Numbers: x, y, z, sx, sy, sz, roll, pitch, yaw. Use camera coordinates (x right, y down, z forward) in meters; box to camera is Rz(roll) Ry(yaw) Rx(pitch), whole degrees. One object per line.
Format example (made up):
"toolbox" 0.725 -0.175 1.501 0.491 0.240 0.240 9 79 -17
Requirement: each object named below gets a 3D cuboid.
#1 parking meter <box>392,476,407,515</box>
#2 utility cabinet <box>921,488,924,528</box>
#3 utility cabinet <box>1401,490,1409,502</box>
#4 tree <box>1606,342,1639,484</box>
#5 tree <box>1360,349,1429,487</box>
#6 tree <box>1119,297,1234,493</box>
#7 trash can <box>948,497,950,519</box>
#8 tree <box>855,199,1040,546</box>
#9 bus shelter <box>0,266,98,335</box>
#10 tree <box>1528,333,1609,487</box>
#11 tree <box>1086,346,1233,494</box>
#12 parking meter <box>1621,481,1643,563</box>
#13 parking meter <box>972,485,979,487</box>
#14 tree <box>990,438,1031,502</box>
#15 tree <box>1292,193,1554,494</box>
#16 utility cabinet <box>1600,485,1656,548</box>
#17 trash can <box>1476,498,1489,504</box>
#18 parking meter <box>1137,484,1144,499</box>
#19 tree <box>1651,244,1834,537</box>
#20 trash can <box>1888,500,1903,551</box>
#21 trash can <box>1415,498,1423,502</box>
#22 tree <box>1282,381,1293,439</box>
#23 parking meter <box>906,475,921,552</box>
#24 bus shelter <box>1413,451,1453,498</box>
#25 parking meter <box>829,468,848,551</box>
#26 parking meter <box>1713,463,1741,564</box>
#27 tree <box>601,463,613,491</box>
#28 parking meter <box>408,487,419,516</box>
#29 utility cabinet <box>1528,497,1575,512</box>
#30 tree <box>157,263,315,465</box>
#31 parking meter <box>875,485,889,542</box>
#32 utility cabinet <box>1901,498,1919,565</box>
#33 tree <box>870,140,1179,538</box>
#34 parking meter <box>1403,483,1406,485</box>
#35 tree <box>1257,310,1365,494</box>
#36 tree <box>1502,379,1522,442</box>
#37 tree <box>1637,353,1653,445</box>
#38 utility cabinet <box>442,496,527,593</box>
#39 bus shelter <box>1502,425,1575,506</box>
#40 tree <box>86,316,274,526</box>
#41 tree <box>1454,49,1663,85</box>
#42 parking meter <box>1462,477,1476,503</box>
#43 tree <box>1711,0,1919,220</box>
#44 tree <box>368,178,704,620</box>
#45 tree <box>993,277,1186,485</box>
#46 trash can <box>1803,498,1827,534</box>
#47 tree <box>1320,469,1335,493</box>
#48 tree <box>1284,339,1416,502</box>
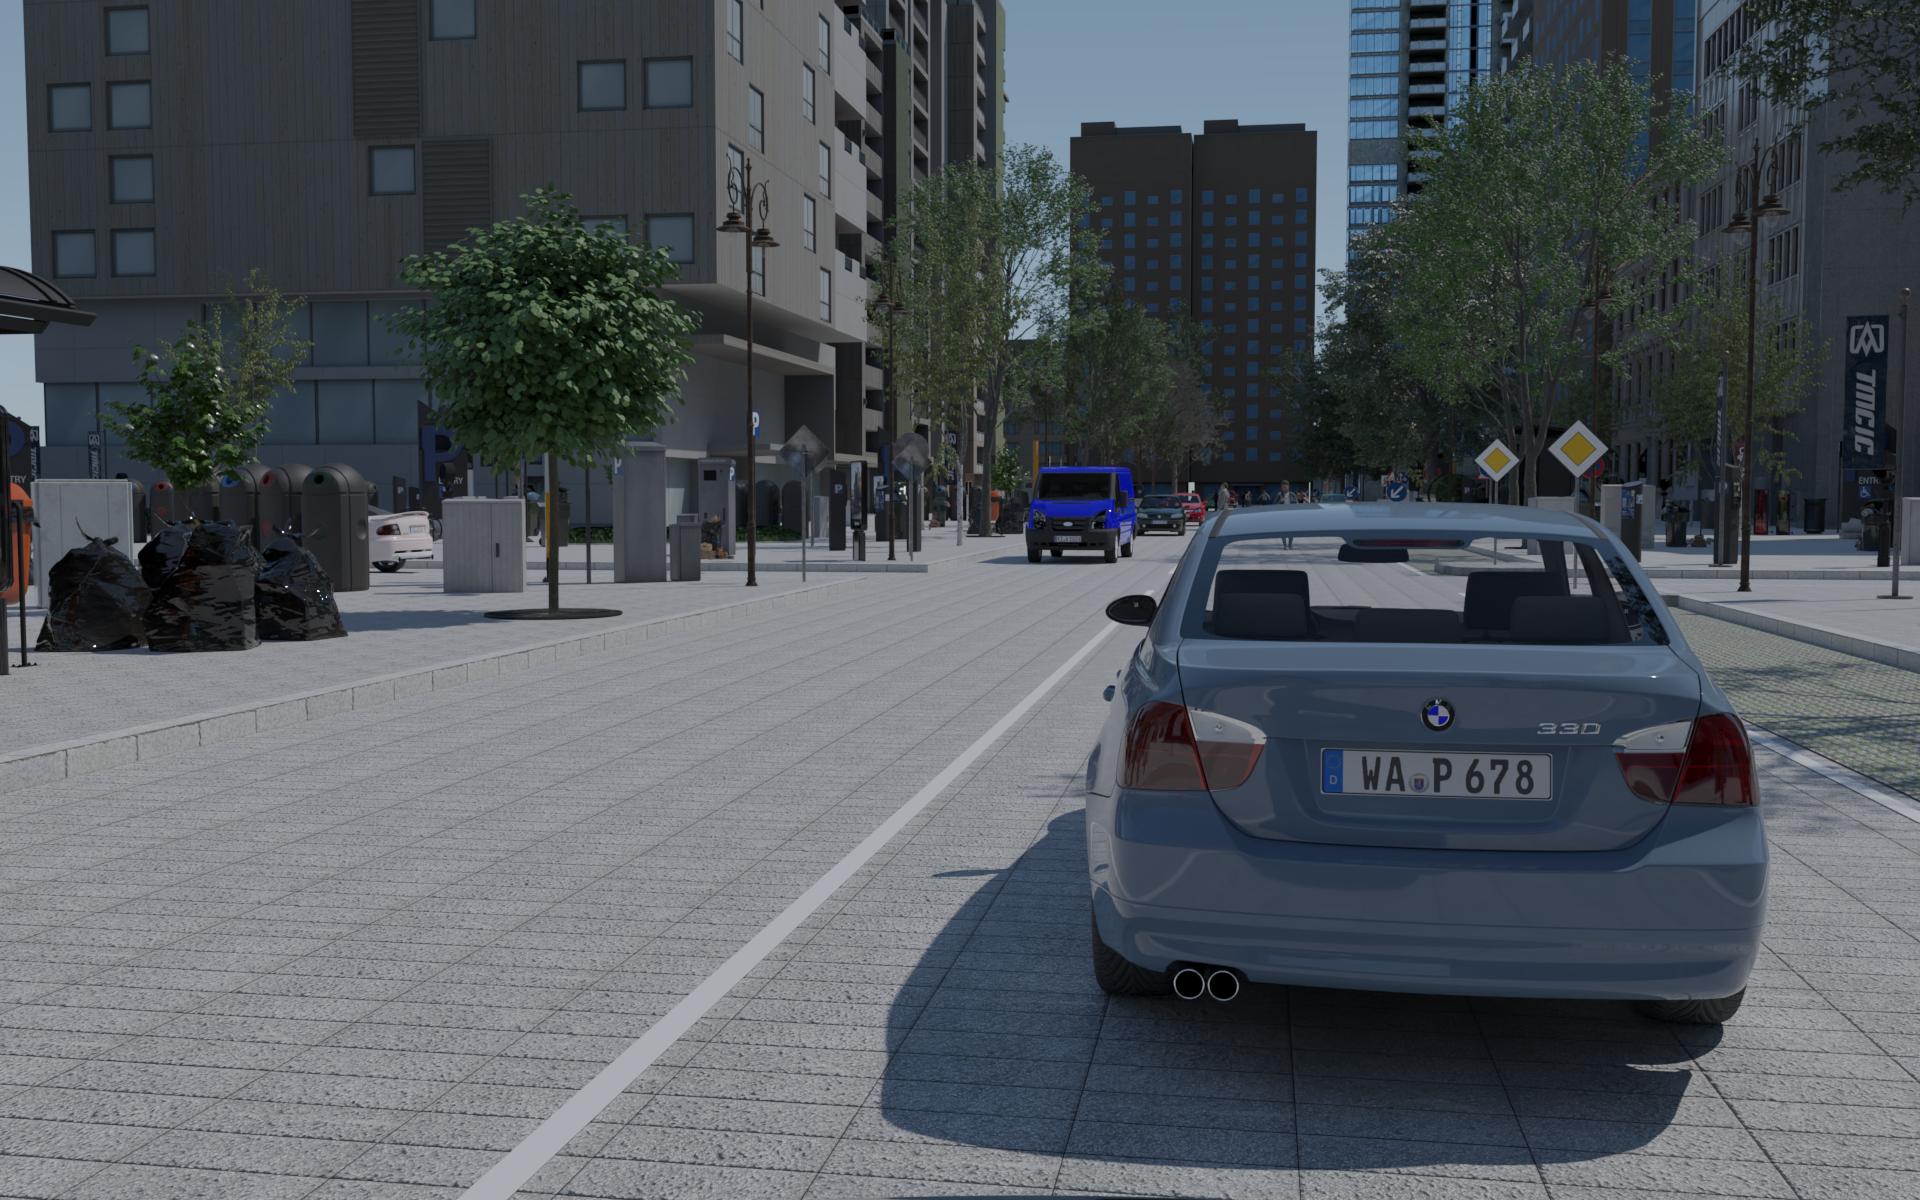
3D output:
"parking meter" -17.954 -3.047 55.534 0.399 1.863 0.255 -2 4 -35
"utility cabinet" -1.803 -3.392 64.135 0.318 1.500 1.173 -3 4 -37
"utility cabinet" 22.951 -4.950 89.618 0.318 1.500 1.173 2 4 30
"tree" 28.881 -7.239 68.724 4.737 8.622 4.395 0 3 0
"tree" 21.996 -8.349 86.872 4.737 8.622 4.395 0 3 0
"tree" 20.411 -19.187 169.593 12.611 20.169 13.585 0 3 0
"trash can" -0.321 -4.742 89.185 0.748 1.137 0.748 0 3 0
"tree" -0.240 -5.651 42.756 4.737 8.622 4.395 0 3 0
"bus shelter" -9.065 -1.153 12.781 2.014 3.302 5.546 1 4 10
"tree" 28.326 -7.842 78.582 4.737 8.622 4.395 0 3 0
"tree" 15.449 -13.912 137.823 12.009 13.543 11.850 0 3 0
"parking meter" 12.606 -1.474 32.513 0.372 1.533 0.369 0 3 0
"parking meter" 0.970 -6.188 106.890 0.399 1.863 0.255 2 4 29
"tree" 1.676 -3.977 59.628 1.663 3.219 1.824 0 3 0
"tree" 19.383 -10.067 71.258 9.857 13.997 8.962 0 3 0
"utility cabinet" 15.690 -1.958 40.693 1.173 1.500 0.318 0 4 0
"trash can" 19.292 -3.210 64.139 0.748 1.137 0.748 0 3 0
"parking meter" 10.505 -5.819 100.845 0.399 1.863 0.255 1 4 10
"tree" 23.015 -6.141 50.769 4.737 8.622 4.395 0 3 0
"trash can" 21.443 -1.691 39.294 0.748 1.137 0.748 0 3 0
"trash can" 17.405 -3.260 64.953 0.748 1.137 0.748 0 3 0
"tree" 31.732 -14.505 143.818 9.857 13.997 8.962 0 3 0
"parking meter" -1.022 -2.003 38.459 0.255 1.863 0.399 1 4 15
"bus shelter" 25.850 -6.336 94.873 1.731 3.624 6.357 1 4 10
"parking meter" -2.755 -2.045 39.146 0.399 1.863 0.255 -1 4 -15
"parking meter" 14.049 -1.590 31.706 0.255 1.863 0.399 -2 4 -32
"tree" -11.560 -3.960 59.348 1.663 3.219 1.824 0 3 0
"parking meter" -18.366 -3.052 58.306 0.372 1.533 0.369 0 3 0
"utility cabinet" 12.519 -1.563 36.715 1.020 1.237 0.306 -1 4 -23
"tree" -22.571 -6.372 54.537 4.737 8.622 4.395 0 3 0
"parking meter" -2.087 -2.338 46.636 0.372 1.533 0.369 0 3 0
"utility cabinet" 17.604 -1.233 31.317 1.020 1.237 0.306 0 4 -1
"tree" 0.917 -7.661 51.009 9.928 11.665 9.643 0 3 0
"parking meter" 23.580 -5.313 92.579 0.255 1.863 0.399 -3 4 -36
"tree" 37.029 -19.725 178.386 12.611 20.169 13.585 0 3 0
"tree" 32.352 -8.998 97.485 4.737 8.622 4.395 0 3 0
"tree" 26.417 -6.731 60.421 4.737 8.622 4.395 0 3 0
"utility cabinet" -6.204 -0.699 22.598 1.020 1.237 0.306 0 4 -4
"bus shelter" 20.391 -4.267 61.053 1.731 3.624 6.357 1 4 10
"tree" -8.306 -1.488 18.936 1.663 3.219 1.824 0 3 0
"tree" 13.436 -6.993 40.088 9.928 11.665 9.643 0 3 0
"parking meter" 17.107 -3.215 58.269 0.399 1.863 0.255 3 4 36
"tree" 9.171 -4.765 12.326 7.601 10.594 8.767 1 4 20
"tree" -4.374 -2.106 18.152 4.285 4.588 4.351 0 3 0
"tree" 4.869 -8.325 70.532 8.767 10.594 7.601 2 4 25
"trash can" 27.515 -2.698 55.762 0.748 1.137 0.748 0 3 0
"tree" 35.608 -13.229 166.659 4.360 8.622 3.978 0 3 0
"tree" 28.576 -12.718 124.945 9.611 12.733 9.660 0 3 0
